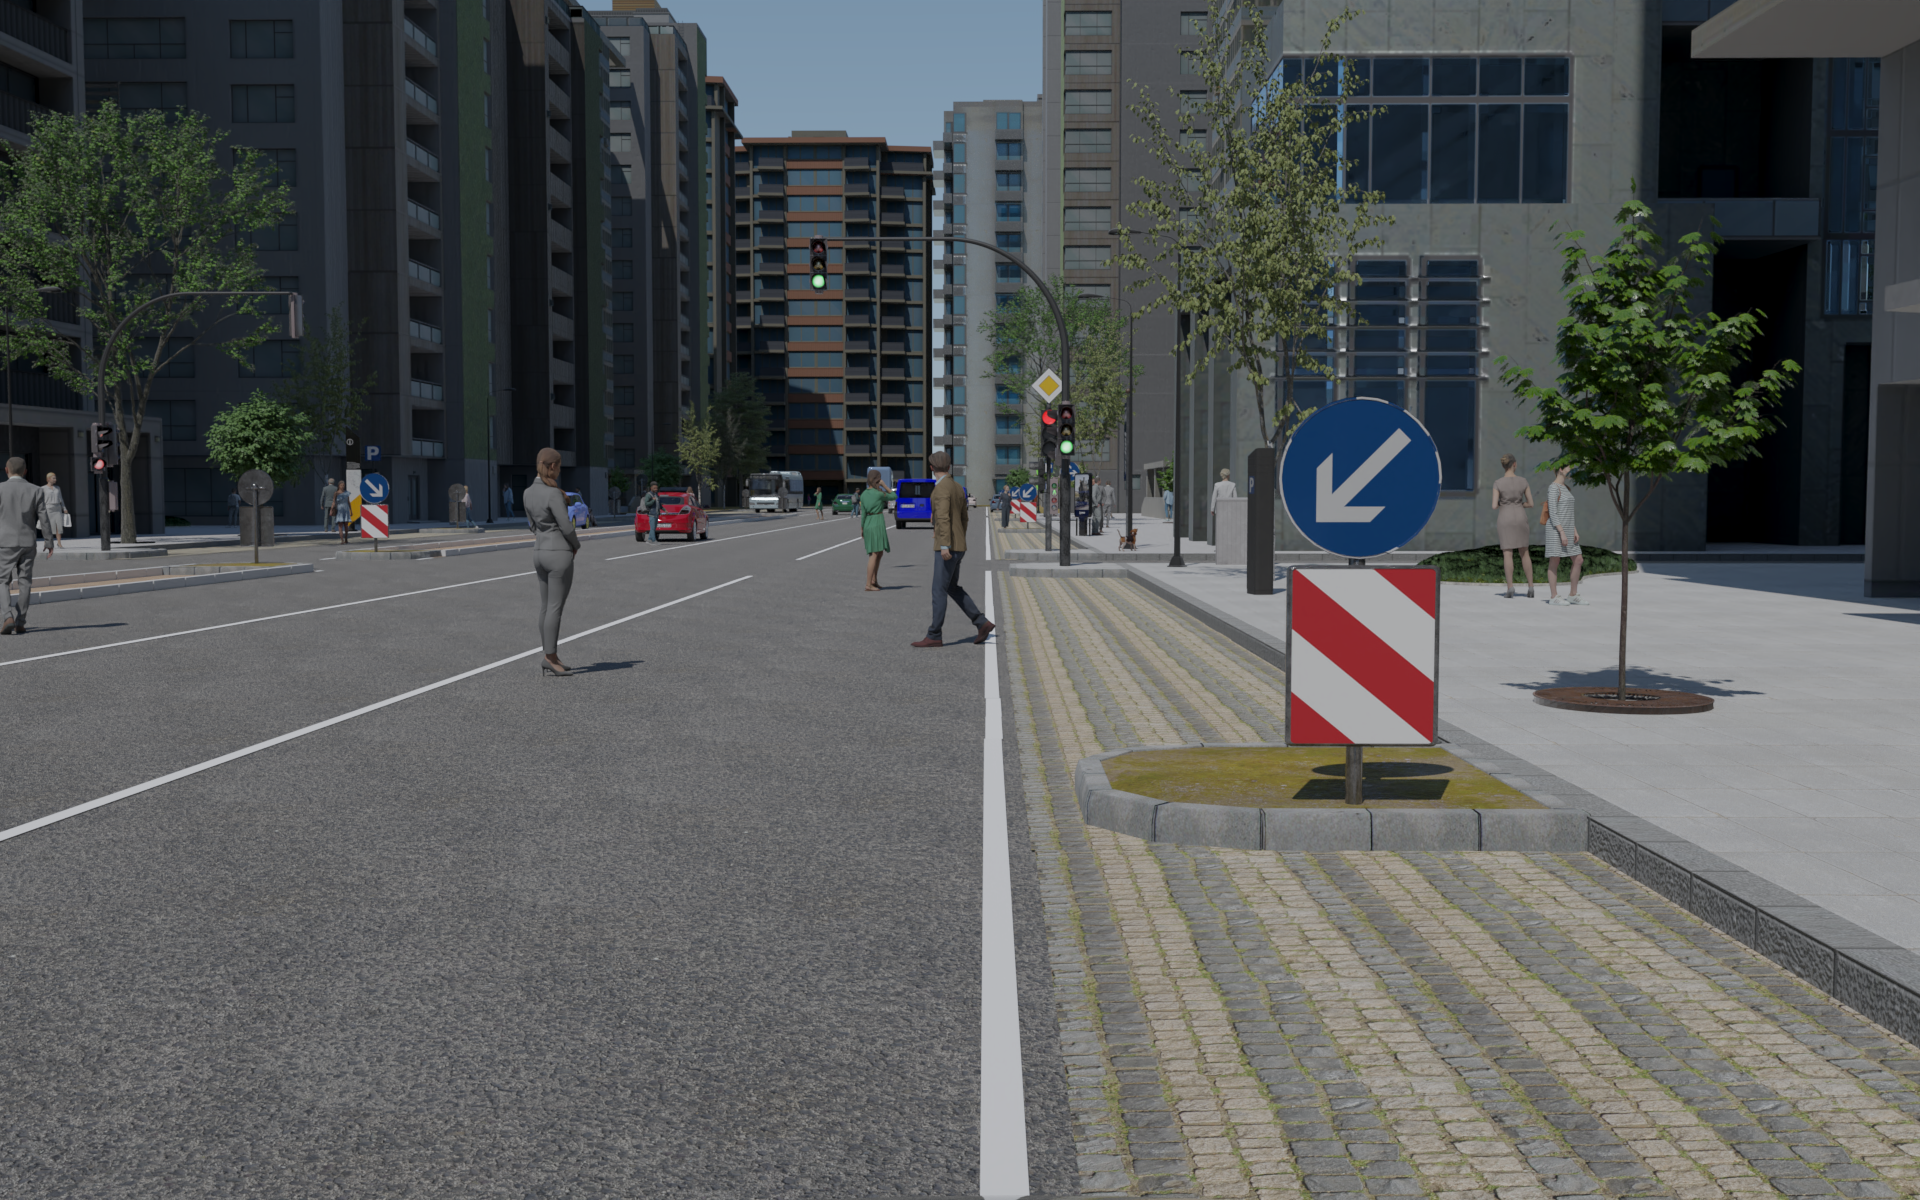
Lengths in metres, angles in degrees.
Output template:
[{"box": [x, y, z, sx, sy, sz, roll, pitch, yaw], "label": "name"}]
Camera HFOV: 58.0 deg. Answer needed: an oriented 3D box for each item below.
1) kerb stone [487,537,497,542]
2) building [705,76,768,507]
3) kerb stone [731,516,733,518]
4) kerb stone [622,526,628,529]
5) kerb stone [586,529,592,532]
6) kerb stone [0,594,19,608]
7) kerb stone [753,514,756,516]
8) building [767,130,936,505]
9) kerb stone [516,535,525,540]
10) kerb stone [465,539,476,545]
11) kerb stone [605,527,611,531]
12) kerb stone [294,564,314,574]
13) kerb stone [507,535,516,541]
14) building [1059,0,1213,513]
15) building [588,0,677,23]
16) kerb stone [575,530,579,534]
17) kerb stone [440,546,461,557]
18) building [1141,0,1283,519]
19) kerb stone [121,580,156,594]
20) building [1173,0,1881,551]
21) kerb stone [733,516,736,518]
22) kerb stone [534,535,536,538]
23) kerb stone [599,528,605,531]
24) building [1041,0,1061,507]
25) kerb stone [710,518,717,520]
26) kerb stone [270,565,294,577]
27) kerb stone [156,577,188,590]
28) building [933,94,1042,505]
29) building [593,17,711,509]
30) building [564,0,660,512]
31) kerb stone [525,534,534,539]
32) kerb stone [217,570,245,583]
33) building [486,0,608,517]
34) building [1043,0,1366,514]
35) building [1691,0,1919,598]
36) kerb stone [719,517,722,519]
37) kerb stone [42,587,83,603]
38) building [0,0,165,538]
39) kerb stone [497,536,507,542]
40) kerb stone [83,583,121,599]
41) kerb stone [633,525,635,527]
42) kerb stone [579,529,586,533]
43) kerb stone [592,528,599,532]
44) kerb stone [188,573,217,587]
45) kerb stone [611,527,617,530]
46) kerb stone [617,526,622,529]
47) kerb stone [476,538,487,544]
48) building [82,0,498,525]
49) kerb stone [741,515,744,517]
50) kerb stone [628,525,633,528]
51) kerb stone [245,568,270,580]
[{"box": [-13.747, -1.724, 50.390, 0.120, 0.150, 1.000, 0, 4, 1], "label": "kerb stone"}, {"box": [-35.827, -31.952, 177.045, 28.867, 44.769, 22.147, 0, 4, 1], "label": "building"}, {"box": [-13.032, -4.608, 97.544, 0.120, 0.150, 1.000, 0, 4, 1], "label": "kerb stone"}, {"box": [-13.468, -2.851, 68.827, 0.120, 0.150, 1.000, 0, 4, 1], "label": "kerb stone"}, {"box": [-13.568, -2.476, 62.677, 0.120, 0.150, 1.000, 0, 4, 1], "label": "kerb stone"}, {"box": [-12.082, 0.006, 22.105, 0.120, 0.150, 1.000, 0, 4, 1], "label": "kerb stone"}, {"box": [-12.887, -5.173, 106.779, 0.120, 0.150, 1.000, 0, 4, 1], "label": "kerb stone"}, {"box": [-17.555, -34.059, 211.492, 28.867, 44.769, 22.147, 0, 4, 1], "label": "building"}, {"box": [-13.707, -1.912, 53.461, 0.120, 0.150, 1.000, 0, 4, 1], "label": "kerb stone"}, {"box": [-13.787, -1.599, 48.341, 0.120, 0.150, 1.000, 0, 4, 1], "label": "kerb stone"}, {"box": [-13.522, -2.661, 65.750, 0.120, 0.150, 1.000, 0, 4, 1], "label": "kerb stone"}, {"box": [-11.948, -0.559, 31.329, 0.120, 0.150, 1.000, 0, 4, 1], "label": "kerb stone"}, {"box": [-13.721, -1.848, 52.439, 0.120, 0.150, 1.000, 0, 4, 1], "label": "kerb stone"}, {"box": [13.932, -26.715, 120.379, 14.154, 41.232, 14.086, 0, 4, 1], "label": "building"}, {"box": [-47.070, -40.850, 209.897, 28.212, 58.520, 21.231, 0, 4, 1], "label": "building"}, {"box": [-13.592, -2.349, 60.623, 0.120, 0.150, 1.000, 0, 4, 1], "label": "kerb stone"}, {"box": [-11.815, -1.095, 40.093, 0.120, 0.150, 1.000, 0, 4, 1], "label": "kerb stone"}, {"box": [26.650, -24.551, 93.291, 32.217, 40.220, 23.993, 0, 4, 1], "label": "building"}, {"box": [-12.035, -0.177, 25.191, 0.120, 0.150, 1.000, 0, 4, 1], "label": "kerb stone"}, {"box": [21.854, -44.924, 47.171, 31.000, 86.520, 22.319, 0, 4, 1], "label": "building"}, {"box": [-13.016, -4.672, 98.581, 0.120, 0.150, 1.000, 0, 4, 1], "label": "kerb stone"}, {"box": [-13.670, -2.037, 55.505, 0.120, 0.150, 1.000, 0, 4, 1], "label": "kerb stone"}, {"box": [-13.530, -2.601, 64.728, 0.120, 0.150, 1.000, 0, 4, 1], "label": "kerb stone"}, {"box": [18.662, -38.561, 172.478, 21.231, 58.520, 28.212, 0, 4, 1], "label": "building"}, {"box": [-13.119, -4.232, 91.389, 0.120, 0.150, 1.000, 0, 4, 1], "label": "kerb stone"}, {"box": [-11.962, -0.495, 30.305, 0.120, 0.150, 1.000, 0, 4, 1], "label": "kerb stone"}, {"box": [-12.020, -0.243, 26.217, 0.120, 0.150, 1.000, 0, 4, 1], "label": "kerb stone"}, {"box": [12.091, -36.118, 210.142, 30.456, 49.044, 23.786, 0, 4, 1], "label": "building"}, {"box": [-29.279, -28.285, 146.055, 14.154, 41.232, 14.086, 0, 4, 1], "label": "building"}, {"box": [-38.987, -26.600, 126.791, 32.217, 40.220, 23.993, 0, 4, 1], "label": "building"}, {"box": [-13.683, -1.975, 54.483, 0.120, 0.150, 1.000, 0, 4, 1], "label": "kerb stone"}, {"box": [-11.990, -0.367, 28.261, 0.120, 0.150, 1.000, 0, 4, 1], "label": "kerb stone"}, {"box": [-28.544, -19.947, 97.842, 14.160, 30.474, 14.107, 0, 4, 1], "label": "building"}, {"box": [18.633, -50.728, 142.070, 22.319, 86.520, 31.000, 0, 4, 1], "label": "building"}, {"box": [22.172, -25.590, 7.631, 28.713, 52.752, 27.495, 0, 4, 1], "label": "building"}, {"box": [-13.100, -4.358, 93.451, 0.120, 0.150, 1.000, 0, 4, 1], "label": "kerb stone"}, {"box": [-12.067, -0.053, 23.138, 0.120, 0.150, 1.000, 0, 4, 1], "label": "kerb stone"}, {"box": [-35.919, -37.376, 49.349, 20.563, 71.187, 20.611, 0, 4, 1], "label": "building"}, {"box": [-13.734, -1.787, 51.417, 0.120, 0.150, 1.000, 0, 4, 1], "label": "kerb stone"}, {"box": [-12.049, -0.114, 24.169, 0.120, 0.150, 1.000, 0, 4, 1], "label": "kerb stone"}, {"box": [-13.440, -2.978, 70.887, 0.120, 0.150, 1.000, 0, 4, 1], "label": "kerb stone"}, {"box": [-13.573, -2.412, 61.645, 0.120, 0.150, 1.000, 0, 4, 1], "label": "kerb stone"}, {"box": [-13.546, -2.539, 63.706, 0.120, 0.150, 1.000, 0, 4, 1], "label": "kerb stone"}, {"box": [-12.003, -0.302, 27.239, 0.120, 0.150, 1.000, 0, 4, 1], "label": "kerb stone"}, {"box": [-13.501, -2.727, 66.776, 0.120, 0.150, 1.000, 0, 4, 1], "label": "kerb stone"}, {"box": [-13.491, -2.787, 67.800, 0.120, 0.150, 1.000, 0, 4, 1], "label": "kerb stone"}, {"box": [-13.768, -1.654, 49.369, 0.120, 0.150, 1.000, 0, 4, 1], "label": "kerb stone"}, {"box": [-29.394, -23.968, 75.468, 14.154, 41.232, 14.086, 0, 4, 1], "label": "building"}, {"box": [-12.971, -4.859, 101.654, 0.120, 0.150, 1.000, 0, 4, 1], "label": "kerb stone"}, {"box": [-13.453, -2.915, 69.854, 0.120, 0.150, 1.000, 0, 4, 1], "label": "kerb stone"}, {"box": [-11.972, -0.433, 29.283, 0.120, 0.150, 1.000, 0, 4, 1], "label": "kerb stone"}]
